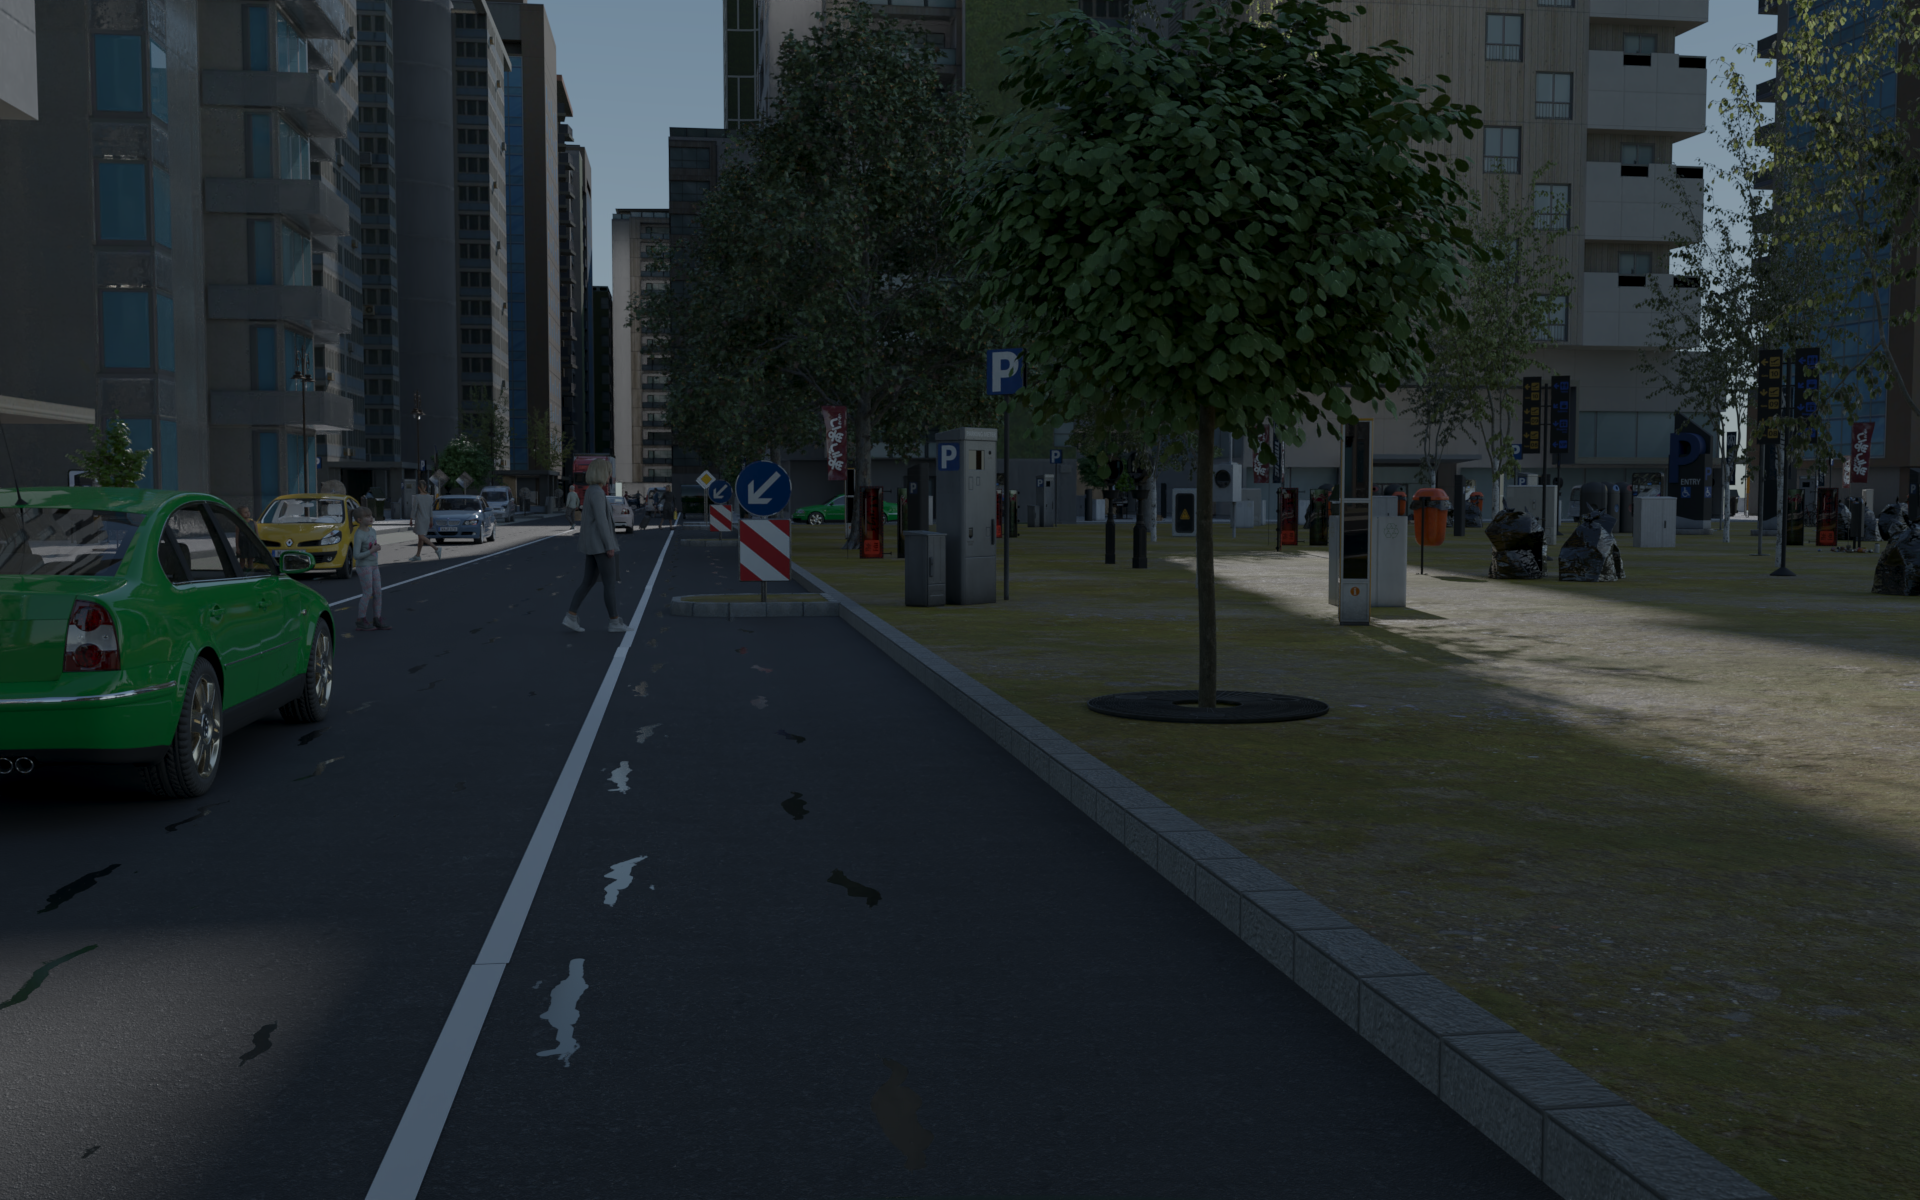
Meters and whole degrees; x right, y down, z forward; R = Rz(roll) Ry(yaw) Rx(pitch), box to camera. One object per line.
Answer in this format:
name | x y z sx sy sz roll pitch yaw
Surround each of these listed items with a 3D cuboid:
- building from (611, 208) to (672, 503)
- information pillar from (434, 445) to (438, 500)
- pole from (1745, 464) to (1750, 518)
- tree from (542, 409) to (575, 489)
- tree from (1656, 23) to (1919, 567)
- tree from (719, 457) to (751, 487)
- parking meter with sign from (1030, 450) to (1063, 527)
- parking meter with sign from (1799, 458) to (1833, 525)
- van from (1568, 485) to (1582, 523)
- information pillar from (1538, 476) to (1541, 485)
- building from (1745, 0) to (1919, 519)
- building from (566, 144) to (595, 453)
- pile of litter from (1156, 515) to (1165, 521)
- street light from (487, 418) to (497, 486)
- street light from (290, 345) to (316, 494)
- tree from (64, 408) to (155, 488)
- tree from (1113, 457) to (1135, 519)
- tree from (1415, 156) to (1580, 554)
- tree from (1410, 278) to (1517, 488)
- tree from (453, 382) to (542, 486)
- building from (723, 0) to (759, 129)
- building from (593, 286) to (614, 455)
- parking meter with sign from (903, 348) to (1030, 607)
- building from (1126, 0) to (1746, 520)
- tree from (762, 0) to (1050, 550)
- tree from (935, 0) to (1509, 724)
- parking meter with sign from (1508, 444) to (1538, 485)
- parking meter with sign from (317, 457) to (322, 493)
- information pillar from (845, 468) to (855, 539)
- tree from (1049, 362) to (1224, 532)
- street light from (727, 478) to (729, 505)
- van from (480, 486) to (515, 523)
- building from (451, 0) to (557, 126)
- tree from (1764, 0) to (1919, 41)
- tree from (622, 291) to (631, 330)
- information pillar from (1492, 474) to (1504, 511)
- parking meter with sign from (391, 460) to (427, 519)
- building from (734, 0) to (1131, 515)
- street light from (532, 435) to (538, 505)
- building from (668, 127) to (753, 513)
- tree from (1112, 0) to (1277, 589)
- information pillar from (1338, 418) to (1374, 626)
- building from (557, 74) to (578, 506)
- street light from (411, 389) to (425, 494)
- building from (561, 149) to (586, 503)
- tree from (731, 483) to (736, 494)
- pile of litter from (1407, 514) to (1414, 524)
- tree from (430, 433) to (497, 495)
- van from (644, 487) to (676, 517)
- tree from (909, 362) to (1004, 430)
building | -41.100 -34.094 241.033 14.086 41.232 14.154 -1 4 -9
information pillar | -24.803 -5.546 82.033 0.183 3.616 0.504 -2 4 -27
pole | 42.830 -6.134 94.142 0.158 3.312 0.155 0 3 0
tree | -34.888 -11.971 146.089 4.737 8.622 4.395 0 3 0
tree | 14.200 -4.876 30.079 4.360 8.622 3.978 0 3 0
tree | -12.207 -7.132 100.319 4.285 4.588 4.351 0 3 0
parking meter with sign | 3.269 -4.341 67.239 0.543 3.016 1.738 3 4 37
parking meter with sign | 35.611 -4.675 72.690 1.738 3.016 0.543 3 4 36
van | 30.448 -4.492 80.455 4.112 2.044 2.013 -1 4 -9
information pillar | 23.685 -4.031 70.396 0.304 2.012 0.304 -1 4 -21
building | 54.119 -27.182 94.533 14.200 45.320 14.600 -1 4 -9
building | -53.606 -34.686 217.225 14.200 45.320 14.600 -1 4 -9
pile of litter | 9.241 -4.211 82.817 1.719 0.858 1.176 -3 5 -41
street light | -28.614 -8.142 105.912 0.468 5.910 1.993 -1 4 -9
street light | -20.352 -4.954 53.781 0.468 5.910 1.993 -1 4 -9
tree | -18.877 -2.711 38.919 1.663 3.219 1.824 0 3 0
tree | 8.198 -5.707 87.917 1.663 3.219 1.824 0 3 0
tree | 11.306 -5.301 37.033 4.737 8.622 4.395 0 3 0
tree | 15.482 -6.452 55.850 4.360 8.622 3.978 0 3 0
tree | -30.724 -9.931 112.734 4.737 8.622 4.395 0 3 0
building | -21.376 -47.699 218.133 20.563 71.187 20.611 -1 4 -9
building | -55.031 -28.594 239.211 14.107 30.474 14.160 -1 4 -9
parking meter with sign | 0.049 -1.465 20.221 0.543 3.016 1.738 3 4 38
building | 24.443 -31.077 97.340 27.495 52.752 28.713 -1 4 -9
tree | -2.166 -7.532 40.164 9.611 12.733 9.660 0 3 0
tree | 1.479 -1.627 10.311 4.285 4.588 4.351 0 3 0
parking meter with sign | 19.968 -3.952 60.869 1.738 3.016 0.543 -3 5 -39
parking meter with sign | -30.444 -5.158 80.591 0.543 3.016 1.738 1 4 16
information pillar | -3.118 -2.731 49.141 0.304 2.012 0.304 0 4 -5
tree | 5.916 -8.545 57.832 7.486 12.596 7.792 0 3 0
street light | -16.471 -9.169 122.699 0.468 5.910 1.993 -1 4 -9
van | -23.559 -4.941 87.804 2.013 2.044 4.112 -1 4 -10
building | -43.673 -30.938 155.949 14.600 45.320 14.200 -1 4 -9
tree | 8.886 -3.984 15.507 4.360 8.622 3.978 0 3 0
tree | -6.069 -8.529 56.451 9.611 12.733 9.660 0 3 0
information pillar | 19.454 -3.558 62.668 0.304 2.012 0.304 3 5 40
parking meter with sign | -28.124 -5.630 88.309 1.738 3.016 0.543 -3 5 -40
building | 1.221 -25.902 115.381 32.217 40.220 23.993 -1 4 -9
street light | -33.187 -9.953 135.515 0.468 5.910 1.993 -1 4 -9
building | -16.327 -22.551 140.407 14.160 30.474 14.107 -1 4 -9
tree | 3.401 -4.473 23.504 4.360 8.622 3.978 0 3 0
information pillar | 3.869 -0.762 16.951 0.304 2.012 0.304 1 4 10
building | -50.901 -31.925 176.591 22.147 44.769 28.867 -1 4 -9
street light | -23.942 -6.348 76.580 0.468 5.910 1.993 -1 4 -9
building | -50.815 -31.545 199.361 14.154 41.232 14.086 -1 4 -9
tree | -20.763 -9.789 154.655 1.663 3.219 1.824 0 3 0
pile of litter | 19.434 -3.641 73.501 1.176 0.858 1.719 -3 5 -44
tree | -27.931 -6.962 97.542 4.285 4.588 4.351 0 3 0
van | -18.761 -6.184 108.124 2.013 2.044 4.112 0 4 -8
tree | -0.088 -7.143 67.153 4.737 8.622 4.395 0 3 0
